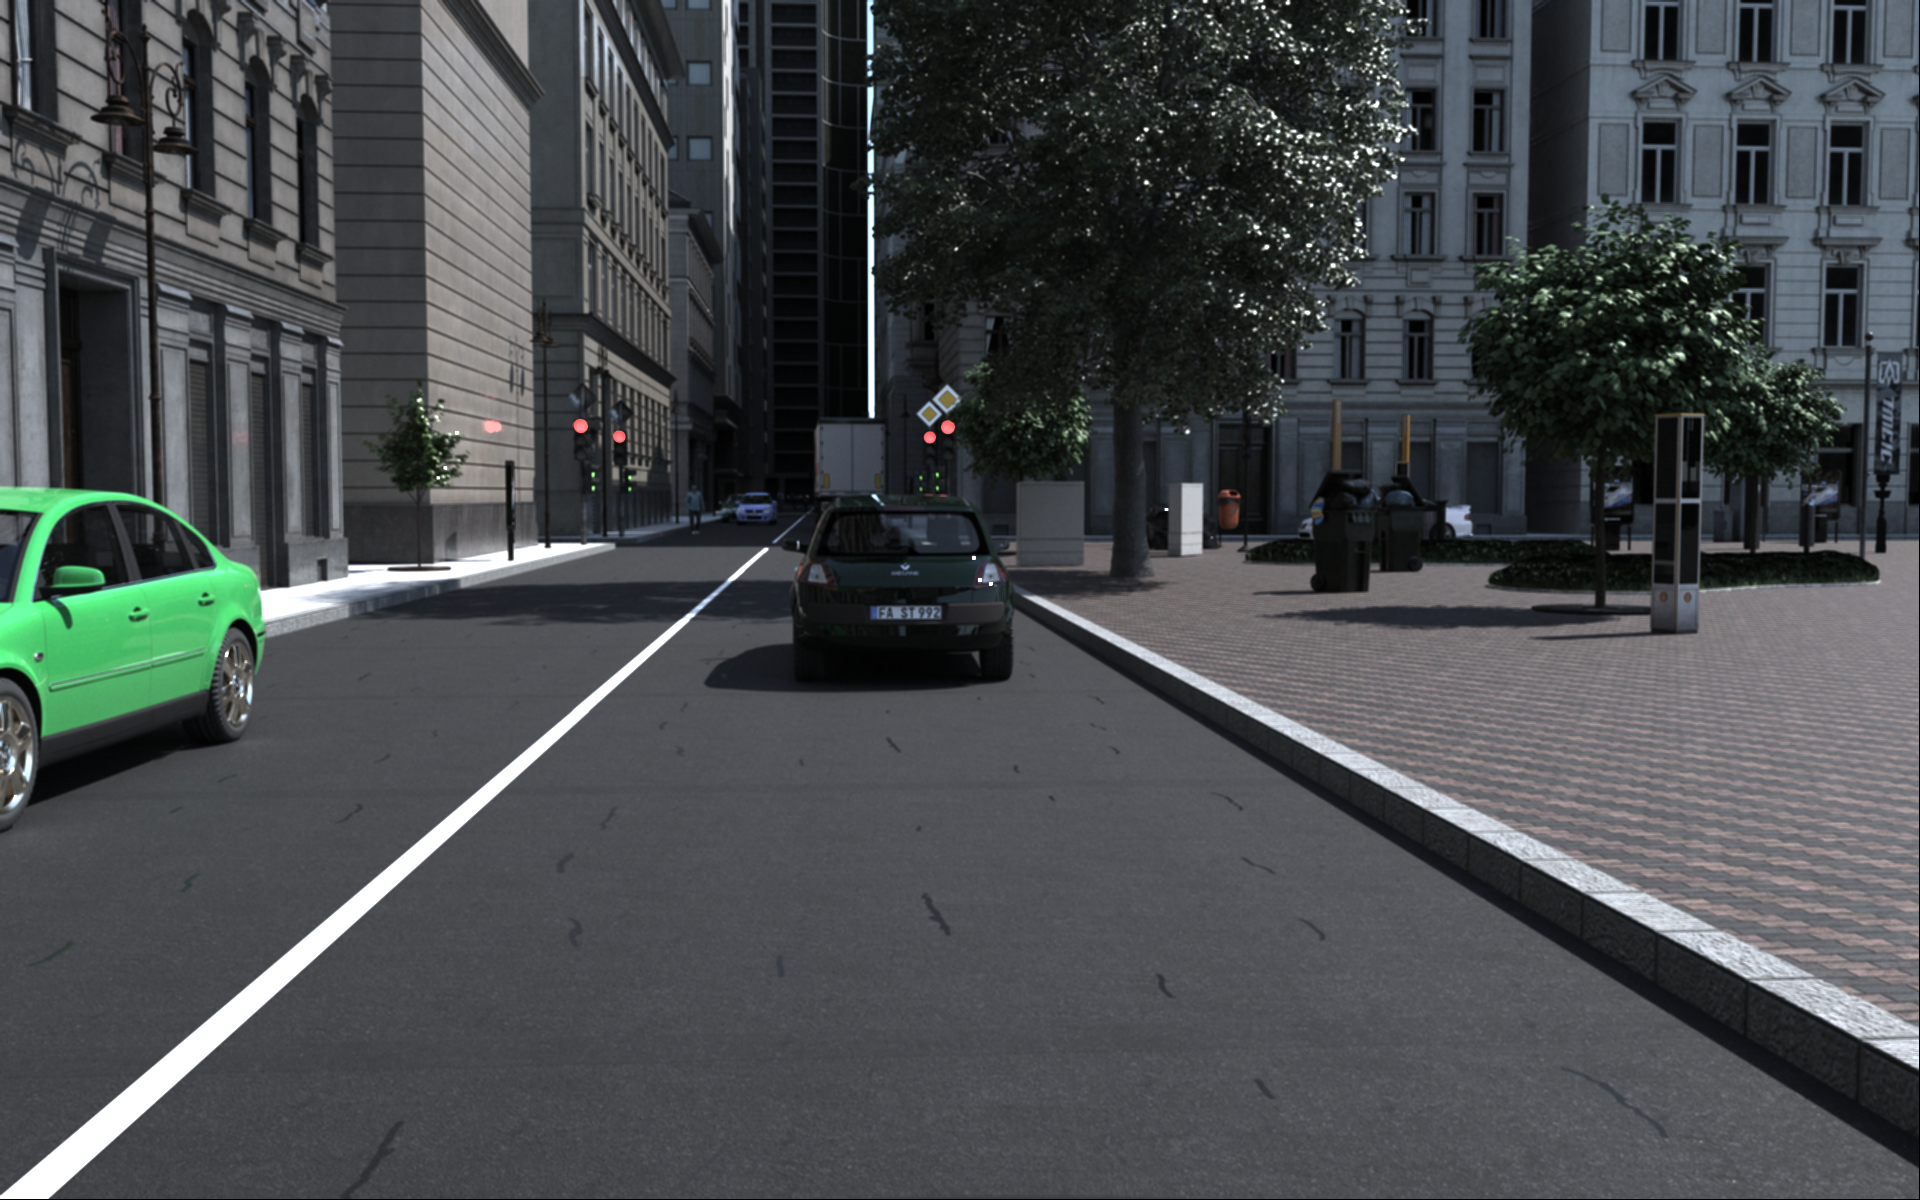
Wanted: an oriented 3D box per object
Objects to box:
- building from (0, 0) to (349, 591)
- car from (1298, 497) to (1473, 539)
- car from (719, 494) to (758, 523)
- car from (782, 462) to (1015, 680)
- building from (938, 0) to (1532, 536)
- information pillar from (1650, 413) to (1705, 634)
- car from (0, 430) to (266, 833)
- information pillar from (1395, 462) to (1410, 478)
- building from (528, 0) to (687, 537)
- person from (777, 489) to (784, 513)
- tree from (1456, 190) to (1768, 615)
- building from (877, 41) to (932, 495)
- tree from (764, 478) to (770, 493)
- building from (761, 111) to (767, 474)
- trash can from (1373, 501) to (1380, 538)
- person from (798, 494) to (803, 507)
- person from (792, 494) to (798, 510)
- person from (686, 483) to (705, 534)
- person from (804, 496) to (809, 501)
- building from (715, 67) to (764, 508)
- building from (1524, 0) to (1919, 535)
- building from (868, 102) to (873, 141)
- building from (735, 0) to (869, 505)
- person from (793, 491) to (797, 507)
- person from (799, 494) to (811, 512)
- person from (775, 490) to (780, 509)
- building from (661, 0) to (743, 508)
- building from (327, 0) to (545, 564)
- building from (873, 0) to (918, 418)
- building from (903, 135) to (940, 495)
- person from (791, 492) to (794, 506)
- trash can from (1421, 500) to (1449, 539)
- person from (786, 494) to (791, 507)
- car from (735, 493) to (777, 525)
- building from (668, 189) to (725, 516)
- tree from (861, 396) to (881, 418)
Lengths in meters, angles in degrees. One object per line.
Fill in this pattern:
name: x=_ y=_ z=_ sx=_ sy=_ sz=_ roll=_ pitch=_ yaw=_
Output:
building: x=-13.383 y=-10.248 z=16.700 sx=9.793 sy=20.994 sz=18.267 roll=0 pitch=4 yaw=-4
car: x=11.865 y=-2.206 z=48.429 sx=4.827 sy=1.381 sz=2.083 roll=0 pitch=4 yaw=-6
car: x=-11.009 y=-4.600 z=87.013 sx=2.131 sy=1.459 sz=4.920 roll=0 pitch=4 yaw=-5
car: x=-0.531 y=-0.304 z=14.752 sx=2.009 sy=1.686 sz=4.222 roll=0 pitch=4 yaw=-4
building: x=8.414 y=-12.735 z=57.376 sx=18.267 sy=20.994 sz=9.793 roll=0 pitch=4 yaw=-4
information pillar: x=6.604 y=-0.701 z=15.954 sx=0.304 sy=2.012 sz=0.304 roll=-2 pitch=4 yaw=-25
car: x=-4.979 y=0.012 z=8.608 sx=1.959 sy=1.807 sz=4.718 roll=0 pitch=4 yaw=-3
information pillar: x=10.050 y=-2.134 z=39.389 sx=0.304 sy=2.012 sz=0.304 roll=1 pitch=4 yaw=17
building: x=-19.596 y=-14.194 z=65.364 sx=16.112 sy=22.955 sz=30.059 roll=0 pitch=4 yaw=-4
person: x=-13.729 y=-7.583 z=132.559 sx=0.705 sy=1.814 sz=1.350 roll=-2 pitch=4 yaw=-24
tree: x=7.112 y=-2.155 z=18.942 sx=4.285 sy=4.588 sz=4.351 roll=0 pitch=3 yaw=0
building: x=0.626 y=-20.488 z=112.469 sx=11.434 sy=29.767 sz=29.804 roll=0 pitch=4 yaw=-4
tree: x=-19.567 y=-10.881 z=172.503 sx=1.663 sy=3.219 sz=1.824 roll=0 pitch=3 yaw=0
building: x=-36.688 y=-34.826 z=189.021 sx=30.456 sy=49.044 sz=23.786 roll=0 pitch=4 yaw=-4
trash can: x=8.510 y=-1.515 z=36.416 sx=0.748 sy=1.137 sz=0.748 roll=0 pitch=3 yaw=0
person: x=-17.198 y=-10.683 z=186.348 sx=0.628 sy=1.438 sz=0.799 roll=0 pitch=4 yaw=-3
person: x=-15.202 y=-9.064 z=159.928 sx=0.421 sy=1.427 sz=0.697 roll=3 pitch=4 yaw=37
person: x=-9.518 y=-3.282 z=62.175 sx=0.660 sy=1.820 sz=0.620 roll=-2 pitch=4 yaw=-25
person: x=-17.563 y=-11.365 z=197.501 sx=0.628 sy=1.438 sz=0.799 roll=-2 pitch=4 yaw=-24
building: x=-25.639 y=-29.182 z=160.715 sx=14.154 sy=41.232 sz=14.086 roll=0 pitch=4 yaw=-4
building: x=40.047 y=-17.490 z=62.383 sx=44.131 sy=29.872 sz=17.030 roll=0 pitch=4 yaw=-4
building: x=2.221 y=-38.925 z=225.669 sx=27.495 sy=52.752 sz=28.713 roll=0 pitch=4 yaw=-4
building: x=-21.834 y=-47.709 z=218.286 sx=20.611 sy=71.187 sz=20.563 roll=0 pitch=4 yaw=-4
person: x=-18.288 y=-11.237 z=192.191 sx=0.705 sy=1.831 sz=1.348 roll=-1 pitch=4 yaw=-22
person: x=-12.433 y=-7.818 z=139.580 sx=1.065 sy=1.426 sz=0.557 roll=1 pitch=4 yaw=21
person: x=-17.622 y=-9.741 z=167.628 sx=0.599 sy=1.838 sz=0.709 roll=2 pitch=4 yaw=32
building: x=-31.585 y=-33.583 z=138.318 sx=28.713 sy=52.752 sz=27.495 roll=0 pitch=4 yaw=-4
building: x=-22.146 y=-14.584 z=35.719 sx=25.104 sy=27.353 sz=12.463 roll=0 pitch=4 yaw=-4
building: x=-0.075 y=-27.996 z=141.326 sx=14.154 sy=41.232 sz=14.086 roll=0 pitch=4 yaw=-4
building: x=4.633 y=-15.997 z=80.630 sx=14.460 sy=24.649 sz=34.723 roll=0 pitch=4 yaw=-4
person: x=-19.669 y=-11.840 z=203.006 sx=0.541 sy=1.710 sz=0.530 roll=-3 pitch=4 yaw=-38
trash can: x=10.853 y=-1.723 z=39.826 sx=0.748 sy=1.137 sz=0.748 roll=0 pitch=3 yaw=0
person: x=-19.363 y=-11.257 z=195.735 sx=0.799 sy=1.438 sz=0.628 roll=1 pitch=4 yaw=17
car: x=-9.448 y=-4.347 z=80.658 sx=1.945 sy=1.707 sz=3.694 roll=0 pitch=4 yaw=-3
building: x=-20.173 y=-15.294 z=100.970 sx=10.553 sy=20.767 sz=40.483 roll=0 pitch=4 yaw=-4
tree: x=-5.590 y=-11.044 z=130.936 sx=4.360 sy=8.622 sz=3.978 roll=0 pitch=3 yaw=0
